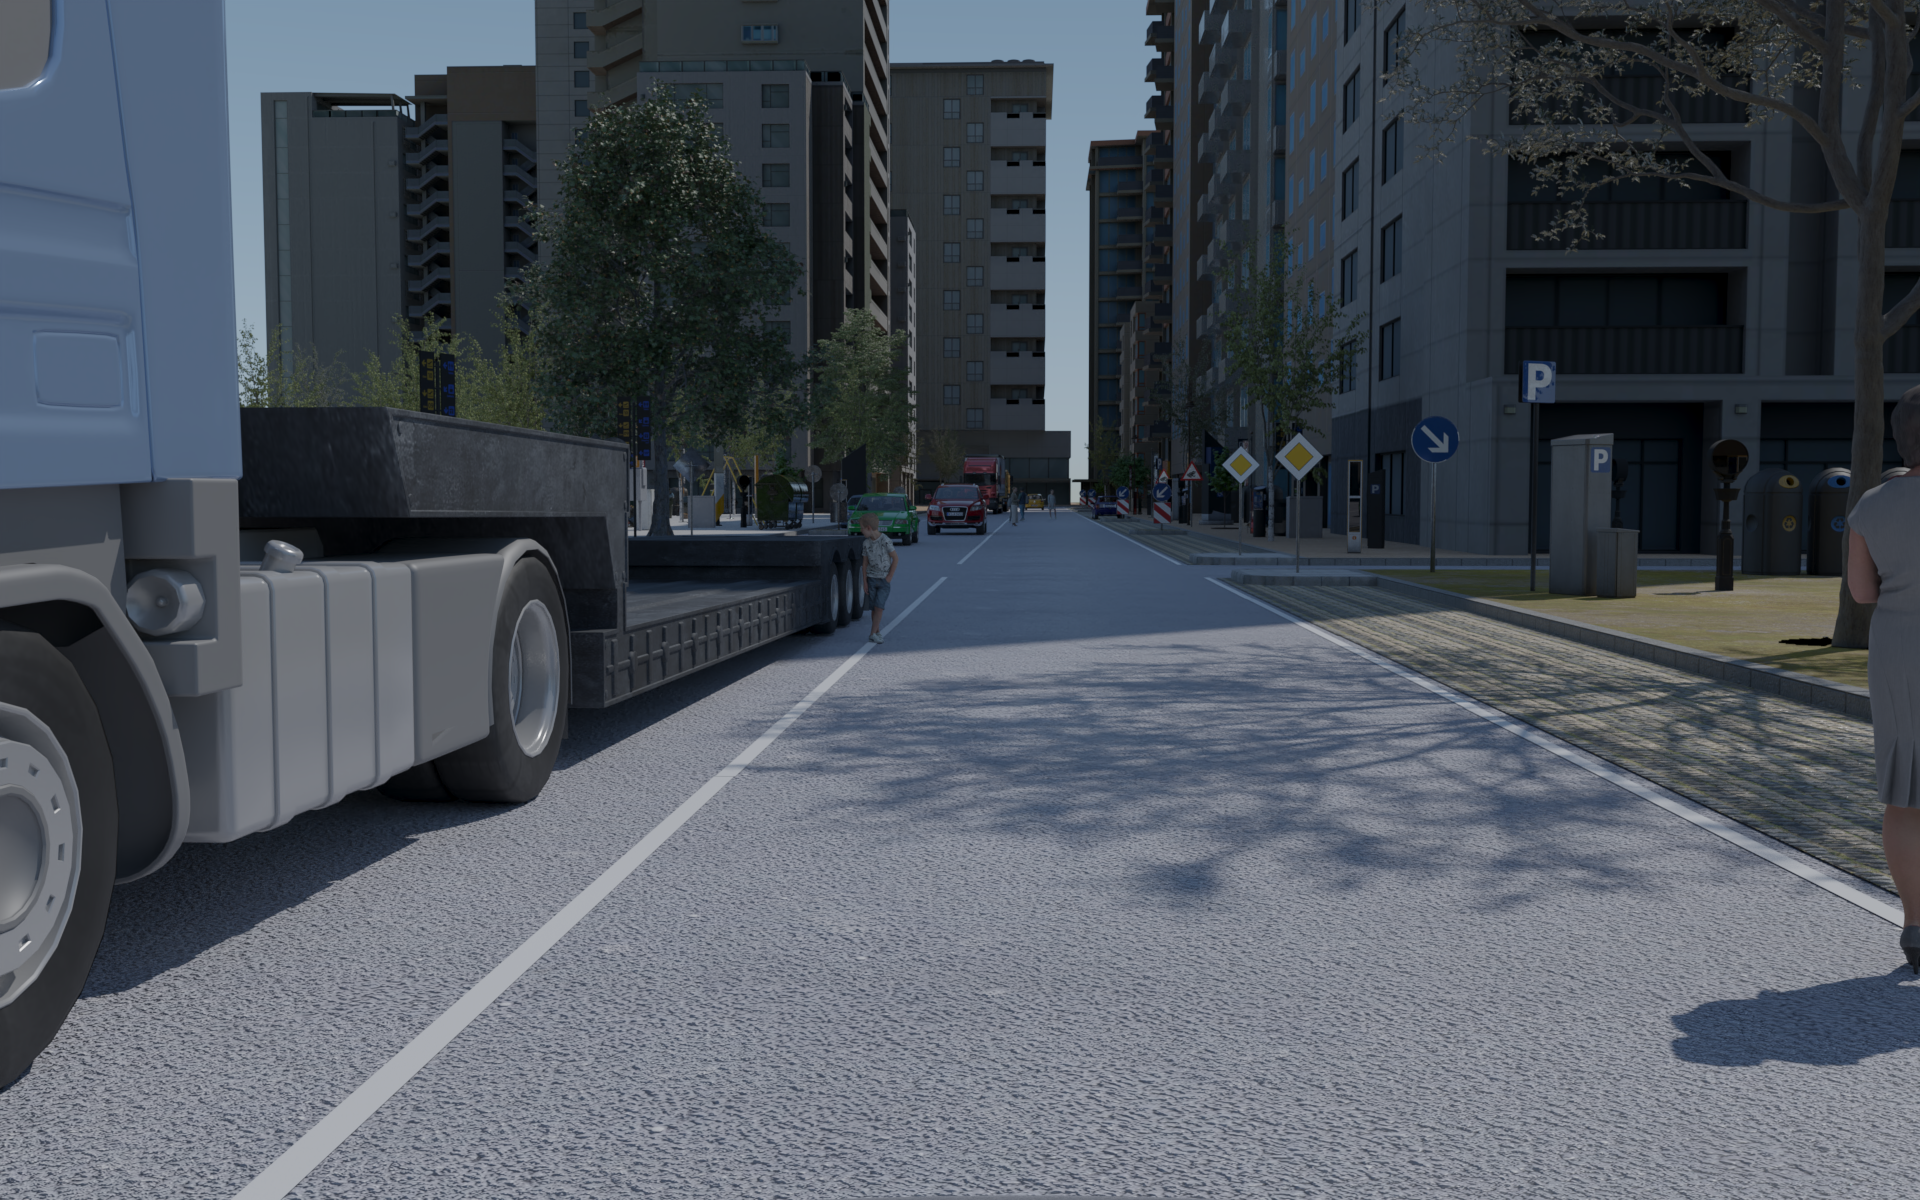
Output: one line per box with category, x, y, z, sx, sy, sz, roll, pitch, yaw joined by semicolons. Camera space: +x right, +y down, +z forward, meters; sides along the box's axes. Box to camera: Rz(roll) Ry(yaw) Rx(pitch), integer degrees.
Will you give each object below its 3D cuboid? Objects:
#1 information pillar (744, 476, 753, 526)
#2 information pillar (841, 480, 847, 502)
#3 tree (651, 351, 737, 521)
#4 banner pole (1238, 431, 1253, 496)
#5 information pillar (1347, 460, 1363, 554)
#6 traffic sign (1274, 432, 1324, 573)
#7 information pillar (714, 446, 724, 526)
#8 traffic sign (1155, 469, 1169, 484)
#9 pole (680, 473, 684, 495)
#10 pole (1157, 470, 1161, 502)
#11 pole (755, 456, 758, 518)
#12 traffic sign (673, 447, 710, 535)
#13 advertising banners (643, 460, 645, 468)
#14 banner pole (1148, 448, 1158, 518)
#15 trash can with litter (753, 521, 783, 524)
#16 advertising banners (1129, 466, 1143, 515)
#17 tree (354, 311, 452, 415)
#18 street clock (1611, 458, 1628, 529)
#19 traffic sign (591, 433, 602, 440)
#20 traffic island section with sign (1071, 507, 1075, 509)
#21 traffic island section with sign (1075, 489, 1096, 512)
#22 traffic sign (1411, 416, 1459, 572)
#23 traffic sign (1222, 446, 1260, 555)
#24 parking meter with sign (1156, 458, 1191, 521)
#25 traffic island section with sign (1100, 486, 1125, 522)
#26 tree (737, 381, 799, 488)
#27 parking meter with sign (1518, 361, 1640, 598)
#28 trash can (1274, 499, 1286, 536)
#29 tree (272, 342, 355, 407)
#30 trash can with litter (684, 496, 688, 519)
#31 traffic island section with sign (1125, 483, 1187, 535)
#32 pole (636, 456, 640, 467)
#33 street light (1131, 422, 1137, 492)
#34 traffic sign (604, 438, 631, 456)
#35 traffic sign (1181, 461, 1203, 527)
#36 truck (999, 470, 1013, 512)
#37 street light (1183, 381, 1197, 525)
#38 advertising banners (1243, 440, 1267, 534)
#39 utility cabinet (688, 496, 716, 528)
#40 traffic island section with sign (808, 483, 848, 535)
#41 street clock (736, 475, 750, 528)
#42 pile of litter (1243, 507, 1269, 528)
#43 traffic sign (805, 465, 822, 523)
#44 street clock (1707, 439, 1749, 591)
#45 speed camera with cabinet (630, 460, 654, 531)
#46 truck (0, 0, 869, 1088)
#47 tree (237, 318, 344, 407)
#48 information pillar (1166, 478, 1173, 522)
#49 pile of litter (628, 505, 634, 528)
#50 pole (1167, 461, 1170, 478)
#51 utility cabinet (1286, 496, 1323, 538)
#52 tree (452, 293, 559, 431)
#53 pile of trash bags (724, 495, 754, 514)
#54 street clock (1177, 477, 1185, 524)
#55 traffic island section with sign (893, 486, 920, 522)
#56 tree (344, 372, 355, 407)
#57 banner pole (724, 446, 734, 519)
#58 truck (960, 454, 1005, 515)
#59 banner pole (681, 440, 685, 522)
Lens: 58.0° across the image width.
information pillar;-8.555;-3.991;69.743;0.304;2.012;0.304;1;4;22
information pillar;-5.945;-5.150;88.702;0.304;2.012;0.304;0;4;-4
tree;-13.491;-8.144;83.519;4.737;8.622;4.395;0;3;0
banner pole;11.380;-4.823;68.876;0.863;3.779;0.401;-1;4;-22
information pillar;8.530;-2.015;37.436;0.304;2.012;0.304;1;4;11
traffic sign;5.499;-1.500;28.166;0.795;2.450;0.064;0;4;3
information pillar;-9.664;-4.773;69.386;0.183;3.616;0.504;2;4;35
traffic sign;10.380;-5.398;88.257;0.884;2.594;0.081;0;4;6
pole;-15.822;-6.406;98.575;0.158;3.312;0.155;0;3;0
pole;12.030;-6.778;104.668;0.158;3.312;0.155;0;3;0
pole;-10.767;-5.983;91.671;0.158;3.312;0.155;0;3;0
traffic sign;-5.681;-2.020;36.671;0.795;2.450;0.064;0;4;3
advertising banners;-14.334;-5.142;80.262;0.090;3.025;2.074;1;4;19
banner pole;10.518;-6.344;93.738;0.401;3.779;0.863;-2;4;-24
trash can with litter;-8.527;-3.961;75.822;1.678;1.210;2.233;1;4;21
advertising banners;10.871;-6.802;107.405;0.090;3.025;2.074;2;4;30
tree;-21.467;-7.255;68.988;4.737;8.622;4.395;0;3;0
street clock;13.381;-1.875;35.234;0.358;2.002;0.471;0;4;0
traffic sign;-6.033;-1.532;28.694;0.795;2.450;0.064;0;4;3
traffic island section with sign;11.582;-9.585;165.348;1.989;1.847;2.006;0;4;3
traffic island section with sign;10.396;-7.931;138.293;1.989;1.847;2.006;0;4;3
traffic sign;7.754;-1.727;28.341;0.768;2.556;0.104;0;4;5
traffic sign;5.851;-1.988;36.144;0.795;2.450;0.064;0;4;3
parking meter with sign;10.382;-5.361;83.912;1.738;3.016;0.543;2;4;30
traffic island section with sign;8.218;-4.914;88.971;1.989;1.847;2.006;0;4;3
tree;-10.871;-9.037;98.121;4.737;8.622;4.395;0;3;0
parking meter with sign;7.889;-1.576;22.028;0.543;3.016;1.738;-1;4;-23
trash can;9.797;-2.513;52.733;0.748;1.137;0.748;0;3;0
tree;-30.846;-8.121;83.135;4.360;8.622;3.978;0;3;0
trash can with litter;-14.084;-4.774;89.440;0.624;1.170;1.055;0;4;-1
traffic island section with sign;6.999;-3.228;61.403;1.989;1.847;2.006;0;4;3
pole;-17.179;-6.025;92.351;0.158;3.312;0.155;0;3;0
street light;11.138;-8.430;110.615;0.468;5.910;1.993;0;4;3
traffic sign;-7.818;-2.385;39.109;0.768;2.556;0.104;0;4;3
traffic sign;9.019;-4.123;67.411;0.884;2.594;0.081;0;4;8
truck;2.676;-8.884;141.169;3.469;3.379;9.791;0;4;3
street light;9.353;-5.988;70.685;0.468;5.910;1.993;0;4;3
advertising banners;9.485;-3.650;55.870;0.090;3.025;2.074;-1;4;-11
utility cabinet;-9.836;-3.352;65.963;1.020;1.237;0.306;0;4;1
traffic island section with sign;-4.283;-3.234;61.510;1.989;1.847;2.006;0;4;3
street clock;-8.267;-3.764;66.112;0.471;2.002;0.358;-2;4;-33
pile of litter;11.441;-3.222;66.646;1.176;0.858;1.719;2;4;32
traffic sign;-6.452;-4.645;76.055;0.768;2.556;0.104;0;4;7
street clock;10.165;-1.126;22.979;0.471;2.002;0.358;0;4;8
speed camera with cabinet;-11.163;-4.075;60.957;0.660;3.252;2.038;1;4;9
truck;-2.930;-1.304;11.085;2.967;4.110;18.799;0;4;4
tree;-29.437;-7.530;73.484;4.737;8.622;4.395;0;3;0
information pillar;9.747;-4.659;80.672;0.304;2.012;0.304;0;4;0
pile of litter;-12.885;-3.211;66.469;1.176;0.858;1.719;2;4;32
pole;13.001;-6.994;108.191;0.158;3.312;0.155;0;3;0
utility cabinet;10.060;-2.412;50.603;1.020;1.237;0.306;-1;4;-10
tree;-15.551;-6.830;62.041;4.737;8.622;4.395;0;3;0
pile of trash bags;-14.720;-6.178;110.769;3.447;1.369;1.912;2;4;25
street clock;9.549;-4.298;74.834;0.358;2.002;0.471;0;4;3
traffic island section with sign;-3.065;-4.923;89.114;1.989;1.847;2.006;0;4;3
tree;-30.232;-8.602;90.998;4.737;8.622;4.395;0;3;0
banner pole;-12.144;-6.112;89.944;0.863;3.779;0.401;-3;4;-38
truck;1.746;-8.316;124.879;2.839;4.237;11.283;0;4;4
banner pole;-12.594;-5.437;78.914;0.401;3.779;0.863;0;4;3
